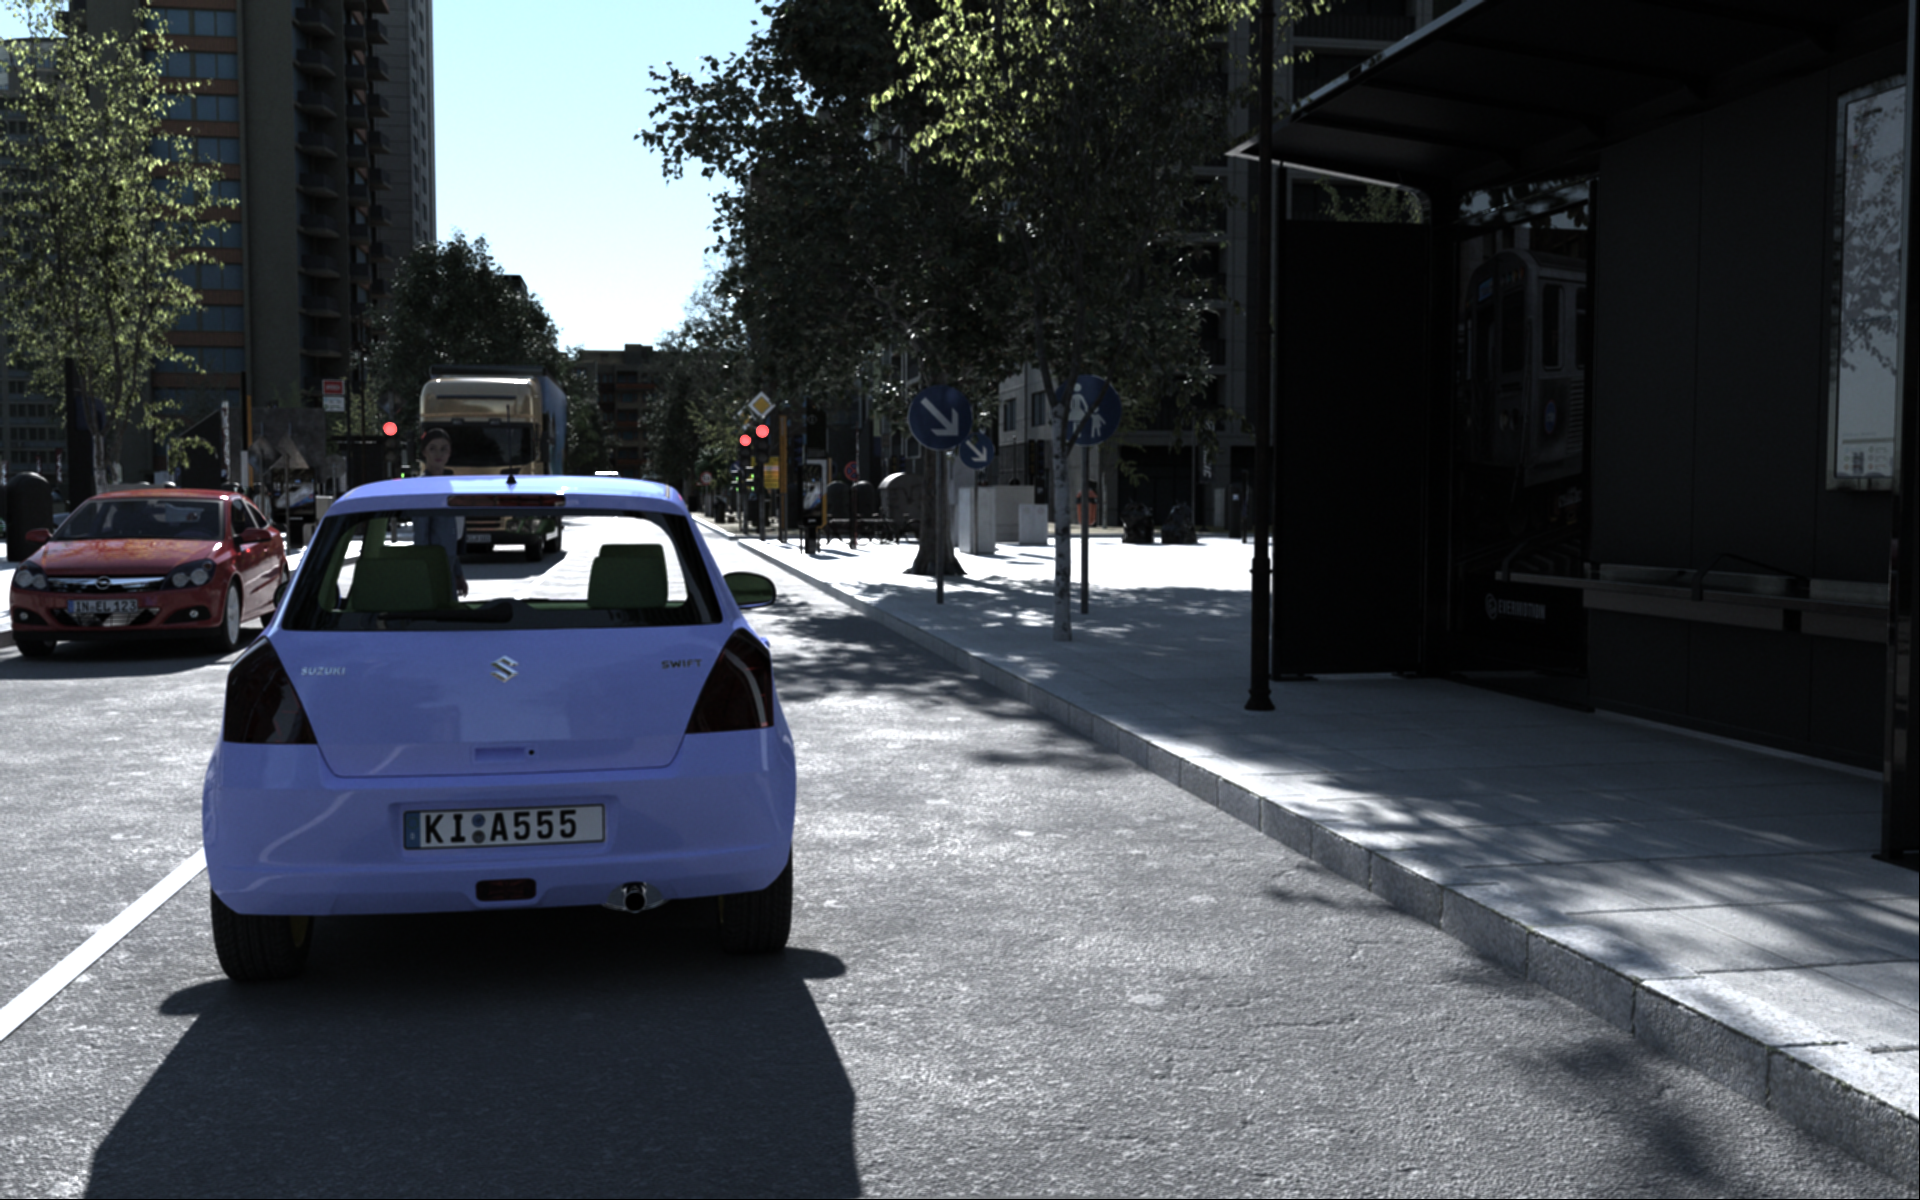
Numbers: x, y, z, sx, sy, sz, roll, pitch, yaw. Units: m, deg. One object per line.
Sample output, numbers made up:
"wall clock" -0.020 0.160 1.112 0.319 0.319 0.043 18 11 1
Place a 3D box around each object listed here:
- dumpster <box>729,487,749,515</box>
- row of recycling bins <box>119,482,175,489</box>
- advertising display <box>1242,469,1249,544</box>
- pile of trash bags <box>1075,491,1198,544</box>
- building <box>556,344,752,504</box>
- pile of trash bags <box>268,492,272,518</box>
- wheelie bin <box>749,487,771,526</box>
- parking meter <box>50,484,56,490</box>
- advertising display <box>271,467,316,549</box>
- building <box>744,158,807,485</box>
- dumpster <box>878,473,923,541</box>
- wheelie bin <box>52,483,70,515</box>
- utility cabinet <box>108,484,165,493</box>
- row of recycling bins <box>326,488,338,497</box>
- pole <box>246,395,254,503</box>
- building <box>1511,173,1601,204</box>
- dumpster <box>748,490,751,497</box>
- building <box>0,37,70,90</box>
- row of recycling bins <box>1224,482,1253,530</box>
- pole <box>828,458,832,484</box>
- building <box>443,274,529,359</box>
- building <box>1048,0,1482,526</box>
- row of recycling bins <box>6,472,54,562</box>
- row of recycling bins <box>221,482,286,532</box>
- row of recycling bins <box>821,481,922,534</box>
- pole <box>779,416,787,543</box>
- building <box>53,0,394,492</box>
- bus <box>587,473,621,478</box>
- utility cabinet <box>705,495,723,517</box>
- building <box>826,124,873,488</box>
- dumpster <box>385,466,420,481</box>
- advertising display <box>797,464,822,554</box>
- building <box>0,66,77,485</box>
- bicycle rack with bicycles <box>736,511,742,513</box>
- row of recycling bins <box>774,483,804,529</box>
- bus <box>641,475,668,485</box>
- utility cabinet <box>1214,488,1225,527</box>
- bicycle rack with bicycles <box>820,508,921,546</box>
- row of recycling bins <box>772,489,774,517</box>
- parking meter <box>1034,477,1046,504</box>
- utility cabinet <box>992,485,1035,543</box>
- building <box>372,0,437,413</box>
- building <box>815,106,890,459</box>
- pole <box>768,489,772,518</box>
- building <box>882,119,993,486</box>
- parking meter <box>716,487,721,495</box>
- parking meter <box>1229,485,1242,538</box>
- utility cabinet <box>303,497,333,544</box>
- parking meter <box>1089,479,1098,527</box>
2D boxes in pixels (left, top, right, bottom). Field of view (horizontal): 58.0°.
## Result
"dumpster" -13.951 -6.338 109.390 1.264 1.857 1.865 -1 4 -10
"row of recycling bins" -28.929 -3.278 60.712 3.534 1.692 1.069 1 4 14
"advertising display" 7.449 -2.449 45.256 0.123 1.923 0.974 1 4 12
"pile of trash bags" 4.612 -2.190 45.558 3.447 1.369 1.912 2 4 28
"building" -44.014 -24.066 238.520 28.899 21.520 27.650 -1 4 -10
"pile of trash bags" -36.114 -5.076 92.738 1.912 1.369 3.447 1 4 18
"wheelie bin" -8.046 -3.764 69.452 0.693 1.594 0.980 2 4 32
"parking meter" -50.905 -5.598 97.240 0.399 1.863 0.255 0 4 -5
"advertising display" -15.584 -2.159 40.519 0.974 1.923 0.123 -2 4 -34
"building" -21.427 -35.714 234.036 14.200 45.320 14.600 -1 4 -10
"dumpster" -1.525 -2.570 47.776 1.264 1.857 1.865 -1 4 -10
"wheelie bin" -26.694 -2.678 51.691 0.693 1.594 0.980 1 4 20
"utility cabinet" -18.051 -1.787 37.901 0.318 1.500 1.173 3 5 44
"row of recycling bins" -41.304 -6.729 117.132 1.069 1.692 3.534 2 4 31
"pole" -14.701 -2.566 35.799 0.158 3.312 0.155 0 3 0
"building" 45.225 -33.360 87.442 28.212 58.520 21.231 -1 4 -10
"dumpster" -14.069 -7.279 121.500 1.502 2.255 1.985 -1 4 -10
"building" -109.085 -41.616 222.423 28.212 58.520 21.231 -1 4 -10
"row of recycling bins" 10.053 -3.395 62.622 1.069 1.692 3.534 1 4 8
"pole" -7.330 -6.350 97.671 0.158 3.312 0.155 0 3 0
"building" -63.899 -27.857 227.161 14.107 30.474 14.160 -1 4 -10
"building" 13.816 -39.167 78.639 20.611 71.187 20.563 -1 4 -10
"row of recycling bins" -19.019 -1.558 32.578 3.534 1.692 1.069 -1 4 -20
"row of recycling bins" -24.313 -3.167 58.890 3.534 1.692 1.069 0 4 5
"row of recycling bins" -2.720 -3.019 56.476 3.534 1.692 1.069 -2 4 -28
"pole" -4.596 -3.132 45.052 0.158 3.312 0.155 0 3 0
"building" -57.201 -29.465 136.369 22.147 44.769 28.867 -1 4 -10
"bus" -29.958 -9.242 145.959 2.948 3.499 13.247 -1 4 -9
"utility cabinet" -14.086 -5.379 99.106 1.020 1.237 0.306 0 4 -4
"building" -0.995 -52.059 163.838 22.319 86.520 31.000 -1 4 -10
"dumpster" -18.961 -3.467 59.179 1.502 2.255 1.985 -1 4 -10
"advertising display" -3.219 -1.955 37.179 0.123 1.923 0.974 1 4 21
"building" -84.809 -28.858 163.710 23.993 40.220 32.217 -1 4 -10
"bicycle rack with bicycles" -13.654 -6.278 116.029 2.852 0.926 2.925 1 4 13
"row of recycling bins" -4.959 -3.494 64.235 3.534 1.692 1.069 1 4 20
"bus" -30.204 -10.751 170.633 2.948 3.499 13.247 -1 4 -11
"utility cabinet" 10.162 -3.566 66.985 0.318 1.500 1.173 2 4 28
"bicycle rack with bicycles" -2.317 -1.878 44.084 2.925 0.926 2.852 0 4 -2
"row of recycling bins" -9.797 -5.503 97.083 1.069 1.692 3.534 -2 4 -30
"parking meter" 2.703 -3.232 58.555 0.399 1.863 0.255 0 4 -4
"utility cabinet" 1.328 -2.215 44.889 1.173 1.500 0.318 -1 4 -19
"building" -63.979 -44.930 172.851 20.611 71.187 20.563 -1 4 -10
"building" -8.820 -30.769 186.670 14.154 41.232 14.086 -1 4 -10
"pole" -10.343 -6.136 94.164 0.158 3.312 0.155 0 3 0
"building" 4.352 -41.797 121.635 20.563 71.187 20.611 -1 4 -10
"parking meter" -14.795 -6.136 106.039 0.255 1.863 0.399 -1 4 -16
"parking meter" 8.017 -2.566 50.371 0.372 1.533 0.369 0 3 0
"utility cabinet" -16.637 -2.037 44.461 1.020 1.237 0.306 0 4 2
"parking meter" 5.117 -3.757 67.136 0.399 1.863 0.255 2 4 29
